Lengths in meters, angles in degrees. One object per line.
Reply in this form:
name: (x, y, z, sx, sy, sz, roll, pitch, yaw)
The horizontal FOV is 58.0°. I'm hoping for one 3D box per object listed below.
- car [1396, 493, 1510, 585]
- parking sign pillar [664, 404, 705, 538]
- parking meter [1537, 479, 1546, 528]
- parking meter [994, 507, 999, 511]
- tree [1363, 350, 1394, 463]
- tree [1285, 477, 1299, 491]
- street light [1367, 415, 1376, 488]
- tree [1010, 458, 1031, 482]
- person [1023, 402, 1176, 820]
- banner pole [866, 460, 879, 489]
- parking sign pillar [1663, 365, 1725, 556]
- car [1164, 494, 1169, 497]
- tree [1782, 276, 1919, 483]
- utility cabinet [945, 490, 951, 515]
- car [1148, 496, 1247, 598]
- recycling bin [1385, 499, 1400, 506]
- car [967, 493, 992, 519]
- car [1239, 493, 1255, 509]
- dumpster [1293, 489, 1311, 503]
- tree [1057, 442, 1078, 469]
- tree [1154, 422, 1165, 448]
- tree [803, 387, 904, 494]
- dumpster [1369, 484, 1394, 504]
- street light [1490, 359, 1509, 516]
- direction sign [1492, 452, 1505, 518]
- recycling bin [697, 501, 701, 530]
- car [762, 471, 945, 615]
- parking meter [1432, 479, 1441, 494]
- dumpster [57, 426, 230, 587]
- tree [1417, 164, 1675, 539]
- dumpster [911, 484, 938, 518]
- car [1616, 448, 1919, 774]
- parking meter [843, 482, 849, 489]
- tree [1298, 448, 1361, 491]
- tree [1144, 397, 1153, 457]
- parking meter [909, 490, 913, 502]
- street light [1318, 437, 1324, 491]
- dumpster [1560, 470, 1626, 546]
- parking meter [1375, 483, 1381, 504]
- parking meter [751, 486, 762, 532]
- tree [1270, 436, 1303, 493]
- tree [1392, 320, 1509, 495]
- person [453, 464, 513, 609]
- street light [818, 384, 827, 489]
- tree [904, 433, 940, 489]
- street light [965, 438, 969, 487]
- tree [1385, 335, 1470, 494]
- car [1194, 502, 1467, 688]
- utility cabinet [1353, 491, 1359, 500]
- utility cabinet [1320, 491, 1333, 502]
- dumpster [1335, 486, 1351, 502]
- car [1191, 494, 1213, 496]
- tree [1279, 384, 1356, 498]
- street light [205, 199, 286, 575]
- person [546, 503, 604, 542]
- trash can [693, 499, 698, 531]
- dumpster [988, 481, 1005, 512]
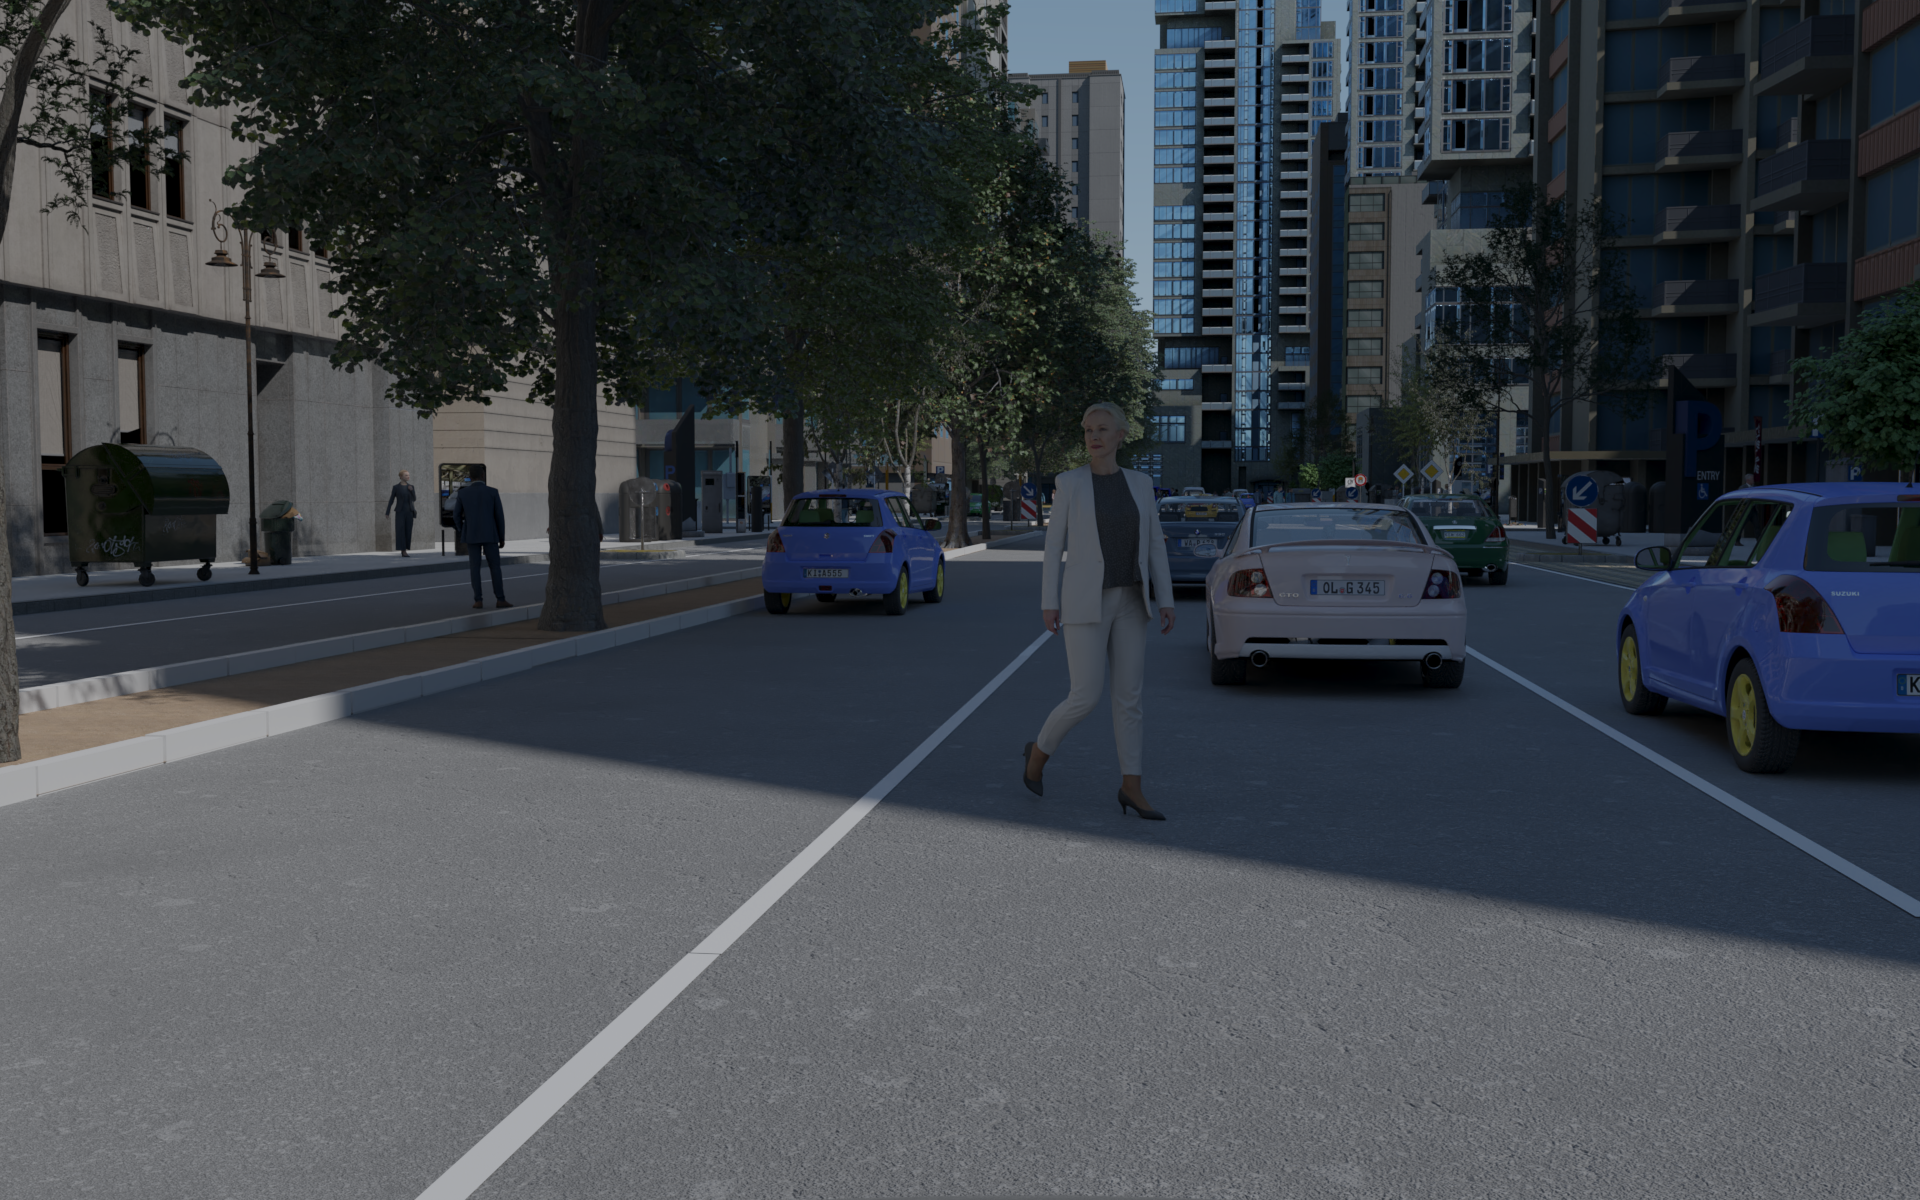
car: (7.965, -1.041, 28.812, 2.131, 1.459, 4.920, 1, 4, 10)
parking sign pillar: (-8.341, -3.856, 51.520, 1.447, 3.967, 1.447, 1, 4, 16)
parking meter: (21.987, -3.643, 65.268, 0.255, 1.863, 0.399, -1, 4, -20)
parking meter: (2.724, -7.363, 128.797, 0.372, 1.533, 0.369, 0, 3, 0)
tree: (22.386, -8.317, 86.347, 4.360, 8.622, 3.978, 0, 3, 0)
tree: (37.689, -12.365, 196.766, 1.663, 3.219, 1.824, 0, 3, 0)
street light: (23.602, -7.745, 99.424, 0.468, 5.910, 1.993, 0, 4, 8)
tree: (5.673, -12.703, 158.057, 4.360, 8.622, 3.978, 0, 3, 0)
person: (0.614, 0.033, 7.834, 0.514, 1.842, 0.818, -3, 4, -38)
banner pole: (-4.180, -5.744, 83.928, 0.863, 3.779, 0.401, 0, 4, 6)
parking sign pillar: (15.456, -2.932, 36.403, 1.447, 3.967, 1.447, -2, 4, -28)
car: (20.988, -10.245, 179.503, 2.014, 1.417, 4.499, 0, 4, 7)
tree: (14.325, -2.587, 26.012, 4.285, 4.588, 4.351, 0, 3, 0)
utility cabinet: (-0.627, -5.833, 104.054, 0.318, 1.500, 1.173, 2, 4, 29)
car: (3.445, -0.794, 24.978, 2.014, 1.417, 4.499, 1, 4, 8)
recycling bin: (21.918, -4.576, 87.378, 0.722, 1.027, 0.722, -2, 4, -29)
car: (0.664, -5.433, 97.618, 1.959, 1.807, 4.718, 1, 4, 9)
car: (24.087, -8.284, 145.030, 1.945, 1.707, 3.694, 0, 4, 8)
dumpster: (26.039, -7.647, 133.249, 1.865, 1.857, 1.264, 0, 4, 8)
tree: (6.624, -8.798, 96.673, 4.737, 8.622, 4.395, 0, 3, 0)
tree: (10.129, -11.260, 120.963, 8.767, 10.594, 7.601, 0, 4, 8)
tree: (-5.079, -7.527, 73.427, 4.737, 8.622, 4.395, 0, 3, 0)
dumpster: (23.366, -5.522, 96.046, 1.264, 1.857, 1.865, 0, 4, 8)
street light: (17.920, -5.191, 57.669, 0.468, 5.910, 1.993, 0, 4, 8)
direction sign: (29.324, -6.263, 94.402, 0.876, 3.537, 0.379, -2, 4, -29)
recycling bin: (-9.690, -3.003, 61.650, 0.722, 1.027, 0.722, 2, 4, 26)
car: (-1.254, -0.749, 21.843, 1.945, 1.707, 3.694, 1, 4, 10)
parking meter: (19.114, -3.905, 69.550, 0.255, 1.863, 0.399, 3, 5, 44)
dumpster: (-11.621, -1.357, 24.686, 1.502, 2.255, 1.985, 0, 4, 8)
tree: (16.601, -7.032, 49.384, 7.601, 10.594, 8.767, 1, 4, 21)
dumpster: (-1.962, -5.465, 95.109, 1.264, 1.857, 1.865, 0, 4, 8)
car: (5.026, -0.029, 10.068, 1.945, 1.707, 3.694, 0, 4, 8)
parking meter: (-5.452, -4.722, 82.922, 0.255, 1.863, 0.399, -1, 4, -13)
tree: (26.753, -8.501, 122.700, 4.285, 4.588, 4.351, 0, 3, 0)
tree: (8.950, -11.769, 112.999, 7.486, 12.596, 7.792, 0, 3, 0)
parking meter: (-2.868, -5.536, 98.930, 0.372, 1.533, 0.369, 0, 3, 0)
street light: (29.195, -10.230, 140.048, 0.468, 5.910, 1.993, 0, 4, 8)
dumpster: (15.781, -2.288, 43.167, 1.264, 1.857, 1.865, 0, 4, 8)
parking meter: (22.876, -5.449, 94.798, 0.255, 1.863, 0.399, 0, 4, 3)
parking meter: (-6.828, -3.043, 58.163, 0.372, 1.533, 0.369, 0, 3, 0)
tree: (39.567, -15.872, 209.869, 4.737, 8.622, 4.395, 0, 3, 0)
tree: (20.654, -7.473, 72.553, 4.360, 8.622, 3.978, 0, 3, 0)
person: (-5.979, -0.798, 21.722, 0.721, 1.800, 0.419, -1, 4, -18)
street light: (-5.440, -5.945, 69.981, 0.468, 5.910, 1.993, 0, 4, 8)
tree: (-2.933, -8.544, 90.063, 4.737, 8.622, 4.395, 0, 3, 0)
street light: (0.367, -8.470, 111.271, 0.468, 5.910, 1.993, 0, 4, 8)
tree: (21.584, -7.950, 80.342, 4.737, 8.622, 4.395, 0, 3, 0)
car: (2.974, -0.116, 14.254, 2.083, 1.381, 4.827, 0, 4, 7)
utility cabinet: (23.862, -5.854, 104.397, 0.318, 1.500, 1.173, 1, 4, 15)
utility cabinet: (29.053, -7.878, 137.476, 1.173, 1.500, 0.318, -2, 4, -34)
dumpster: (25.797, -6.728, 115.756, 1.264, 1.857, 1.865, 0, 4, 8)
car: (12.507, -4.855, 89.600, 2.015, 1.641, 3.980, 1, 4, 8)
tree: (30.540, -12.976, 146.564, 7.601, 10.594, 8.767, 3, 4, 36)
street light: (-11.279, -3.346, 27.496, 0.468, 5.910, 1.993, 0, 4, 8)
person: (-5.454, -0.983, 24.839, 0.850, 1.792, 0.678, 2, 4, 31)
trash can: (-8.554, -2.612, 54.353, 0.748, 1.137, 0.748, 0, 3, 0)
dumpster: (2.527, -7.642, 127.438, 1.502, 2.255, 1.985, 0, 4, 8)
